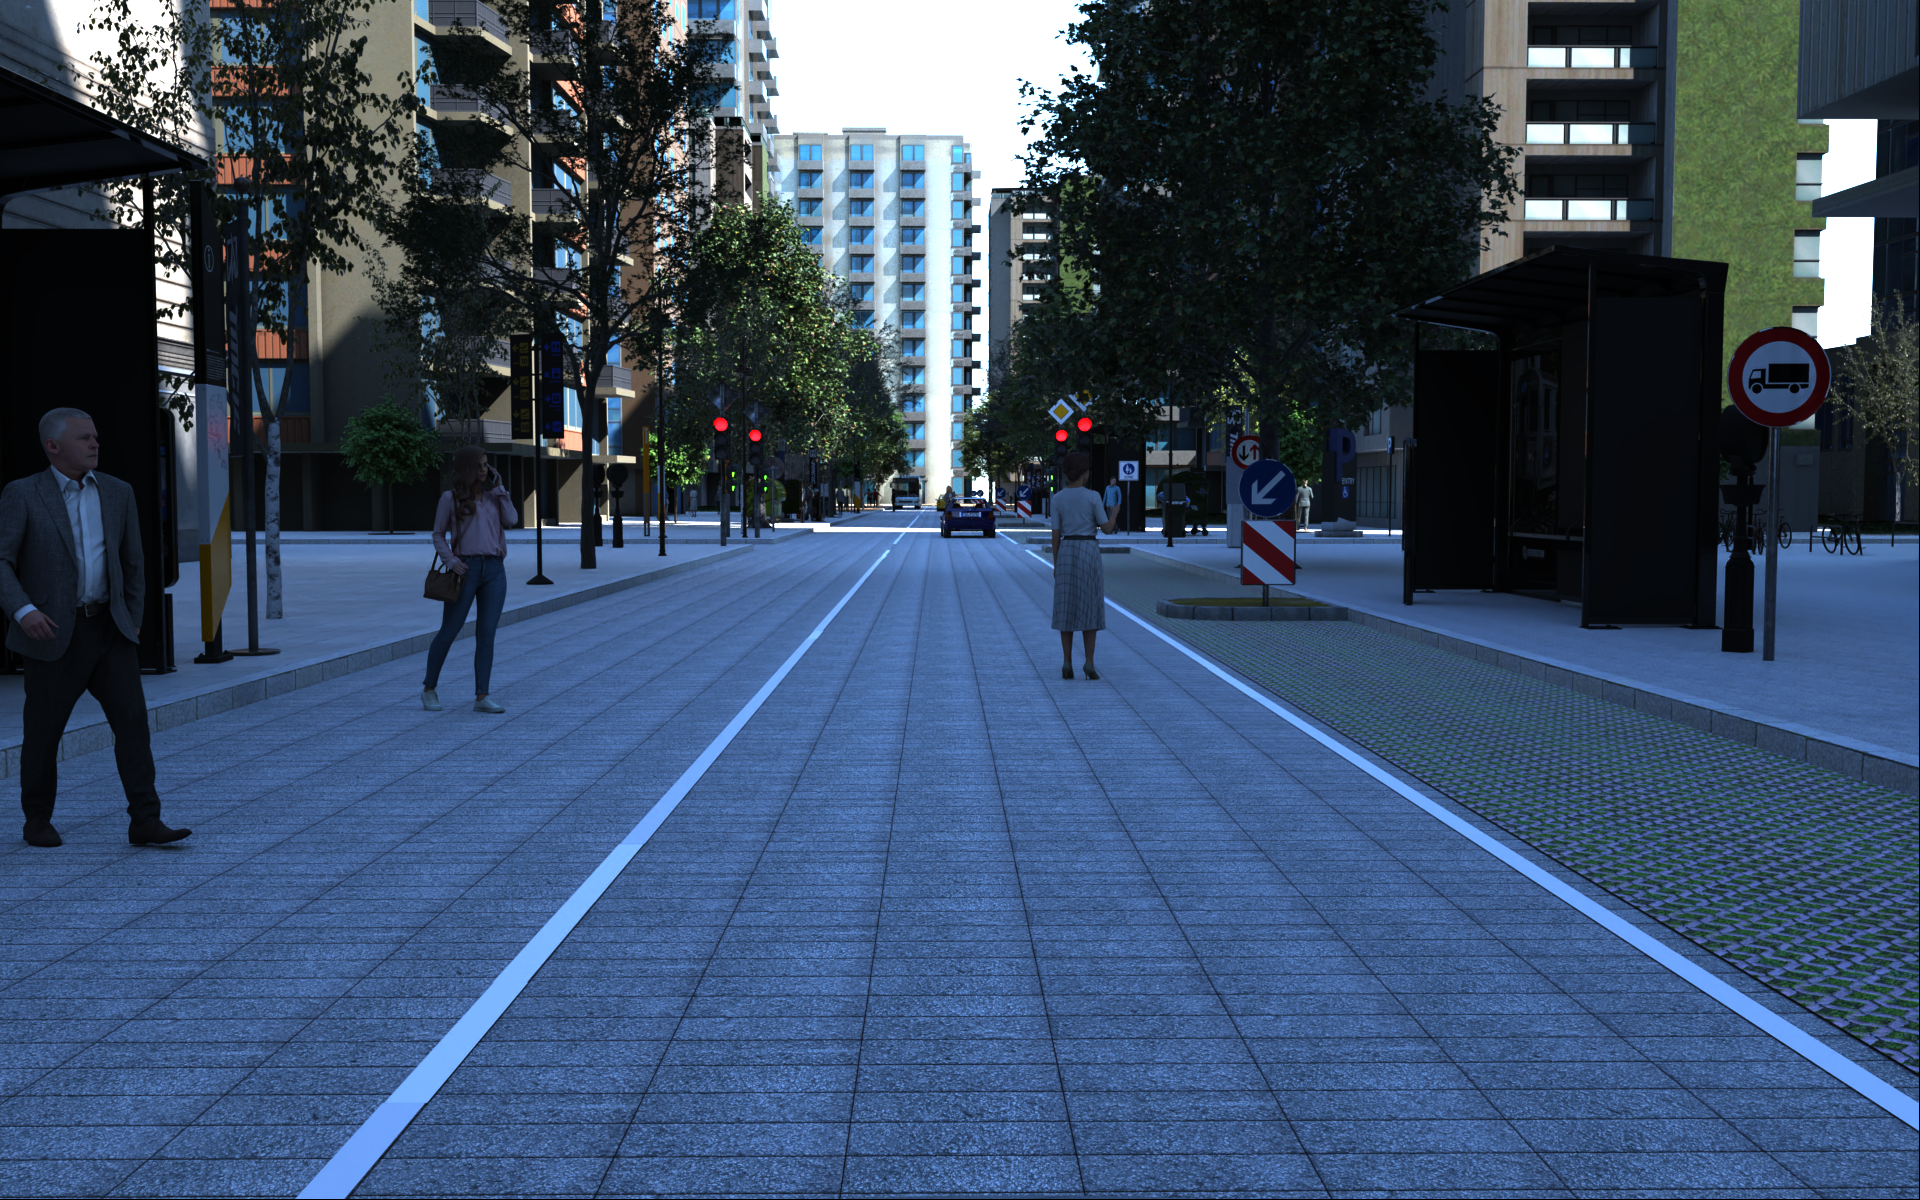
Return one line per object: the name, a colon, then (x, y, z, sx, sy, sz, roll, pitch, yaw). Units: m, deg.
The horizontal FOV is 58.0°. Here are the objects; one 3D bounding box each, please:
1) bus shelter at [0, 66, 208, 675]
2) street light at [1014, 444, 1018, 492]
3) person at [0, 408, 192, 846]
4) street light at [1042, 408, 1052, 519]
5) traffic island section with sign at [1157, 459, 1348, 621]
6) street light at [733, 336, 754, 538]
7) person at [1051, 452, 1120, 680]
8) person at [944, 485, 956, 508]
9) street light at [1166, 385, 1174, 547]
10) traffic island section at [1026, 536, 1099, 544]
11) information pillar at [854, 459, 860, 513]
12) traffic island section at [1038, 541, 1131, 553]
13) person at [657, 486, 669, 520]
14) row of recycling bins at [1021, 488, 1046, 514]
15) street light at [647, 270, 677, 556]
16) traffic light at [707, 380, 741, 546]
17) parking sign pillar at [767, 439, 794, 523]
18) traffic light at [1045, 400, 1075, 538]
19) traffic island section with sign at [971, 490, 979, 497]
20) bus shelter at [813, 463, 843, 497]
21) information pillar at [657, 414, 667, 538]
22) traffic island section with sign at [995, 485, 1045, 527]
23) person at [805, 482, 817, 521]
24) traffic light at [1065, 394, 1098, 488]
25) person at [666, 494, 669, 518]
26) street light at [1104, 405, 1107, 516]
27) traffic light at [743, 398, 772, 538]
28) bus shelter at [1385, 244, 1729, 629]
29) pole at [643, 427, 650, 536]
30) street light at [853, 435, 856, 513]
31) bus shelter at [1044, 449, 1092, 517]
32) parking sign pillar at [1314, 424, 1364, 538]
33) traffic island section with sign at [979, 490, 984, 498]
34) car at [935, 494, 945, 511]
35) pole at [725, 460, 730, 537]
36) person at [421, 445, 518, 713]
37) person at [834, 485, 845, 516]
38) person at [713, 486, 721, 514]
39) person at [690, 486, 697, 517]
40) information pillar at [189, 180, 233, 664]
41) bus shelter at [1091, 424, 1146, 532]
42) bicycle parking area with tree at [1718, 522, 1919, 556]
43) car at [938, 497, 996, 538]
bus shelter: (-6.120, -1.098, 9.241, 1.731, 3.624, 6.357, 0, 4, -1)
street light: (4.029, -9.304, 124.902, 0.468, 5.910, 1.993, 0, 4, -1)
person: (-3.520, 0.116, 6.995, 0.834, 1.777, 0.661, 2, 4, 28)
street light: (4.536, -7.205, 90.584, 0.468, 5.910, 1.993, 0, 4, -1)
traffic island section with sign: (3.364, -0.718, 20.372, 1.989, 1.847, 2.006, 0, 4, -1)
street light: (-6.343, -4.777, 50.894, 0.468, 5.910, 1.993, 0, 4, -1)
person: (0.966, -0.267, 13.437, 0.480, 1.755, 0.524, 1, 4, 21)
person: (-0.417, -4.045, 74.812, 0.537, 1.800, 0.526, 0, 4, -4)
street light: (5.106, -4.228, 41.922, 0.468, 5.910, 1.993, 0, 4, -1)
traffic island section: (2.973, -1.750, 50.898, 2.009, 0.180, 2.903, 0, 4, -1)
information pillar: (-6.827, -7.563, 115.004, 0.183, 3.616, 0.504, 3, 5, 41)
traffic island section: (3.075, -1.262, 42.913, 2.009, 0.180, 2.903, 0, 4, -1)
person: (-14.460, -4.791, 84.405, 0.654, 1.822, 0.581, 1, 4, 12)
row of recycling bins: (4.682, -6.322, 110.476, 1.069, 1.692, 3.534, 1, 4, 21)
street light: (-6.165, -3.848, 35.707, 0.468, 5.910, 1.993, 0, 4, -1)
traffic light: (-5.826, -3.287, 42.671, 0.839, 4.253, 0.868, 0, 4, -1)
parking sign pillar: (-8.191, -5.473, 77.960, 1.447, 3.967, 1.447, -1, 4, -11)
traffic light: (2.933, -3.784, 50.783, 0.839, 4.253, 0.868, 0, 4, -1)
traffic island section with sign: (1.328, -10.511, 180.480, 1.989, 1.847, 2.006, 0, 4, -1)
bus shelter: (-8.963, -7.464, 115.952, 2.014, 3.302, 5.546, 0, 4, -1)
information pillar: (-8.693, -3.613, 50.431, 0.183, 3.616, 0.504, 0, 4, 5)
traffic island section with sign: (2.656, -4.099, 75.652, 1.989, 1.847, 2.006, 0, 4, -1)
person: (-7.062, -4.585, 80.969, 0.822, 1.834, 0.622, -1, 4, -16)
traffic light: (3.035, -3.295, 42.799, 0.839, 4.253, 0.868, 0, 4, -1)
person: (-15.623, -5.008, 92.196, 0.425, 1.301, 0.394, 2, 4, 32)
street light: (4.779, -5.137, 56.778, 0.468, 5.910, 1.993, 0, 4, -1)
traffic light: (-5.927, -3.776, 50.655, 0.839, 4.253, 0.868, 0, 4, -1)
bus shelter: (6.412, -1.724, 19.468, 1.731, 3.624, 6.357, 0, 4, -1)
pole: (-9.483, -3.579, 52.360, 0.158, 3.312, 0.155, 0, 3, 0)
street light: (-7.228, -8.920, 118.633, 0.468, 5.910, 1.993, 0, 4, -1)
bus shelter: (5.025, -5.259, 79.905, 2.014, 3.302, 5.546, 0, 4, -1)
parking sign pillar: (11.332, -3.866, 51.685, 1.447, 3.967, 1.447, 3, 5, 43)
traffic island section with sign: (2.298, -5.814, 103.693, 1.989, 1.847, 2.006, 0, 4, -1)
car: (-1.075, -8.242, 144.976, 2.015, 1.641, 3.980, 0, 4, 1)
pole: (-6.952, -3.525, 51.470, 0.158, 3.312, 0.155, 0, 3, 0)
person: (-3.285, -0.143, 11.435, 0.593, 1.750, 0.643, -3, 5, -43)
person: (-7.172, -5.894, 102.597, 0.709, 1.800, 0.728, 0, 4, -8)
person: (-15.242, -6.313, 109.445, 0.728, 1.800, 0.709, 3, 5, 42)
person: (-14.943, -5.523, 96.908, 0.524, 1.755, 0.480, 3, 5, 44)
information pillar: (-5.723, -1.339, 13.241, 0.183, 3.616, 0.504, 0, 4, -5)
bus shelter: (5.415, -4.266, 61.032, 1.731, 3.624, 6.357, 0, 4, -1)
bicycle parking area with tree: (20.720, -3.205, 39.403, 8.231, 4.147, 9.016, 1, 4, 20)
car: (0.246, -2.765, 57.791, 1.945, 1.354, 3.894, 0, 4, -3)
